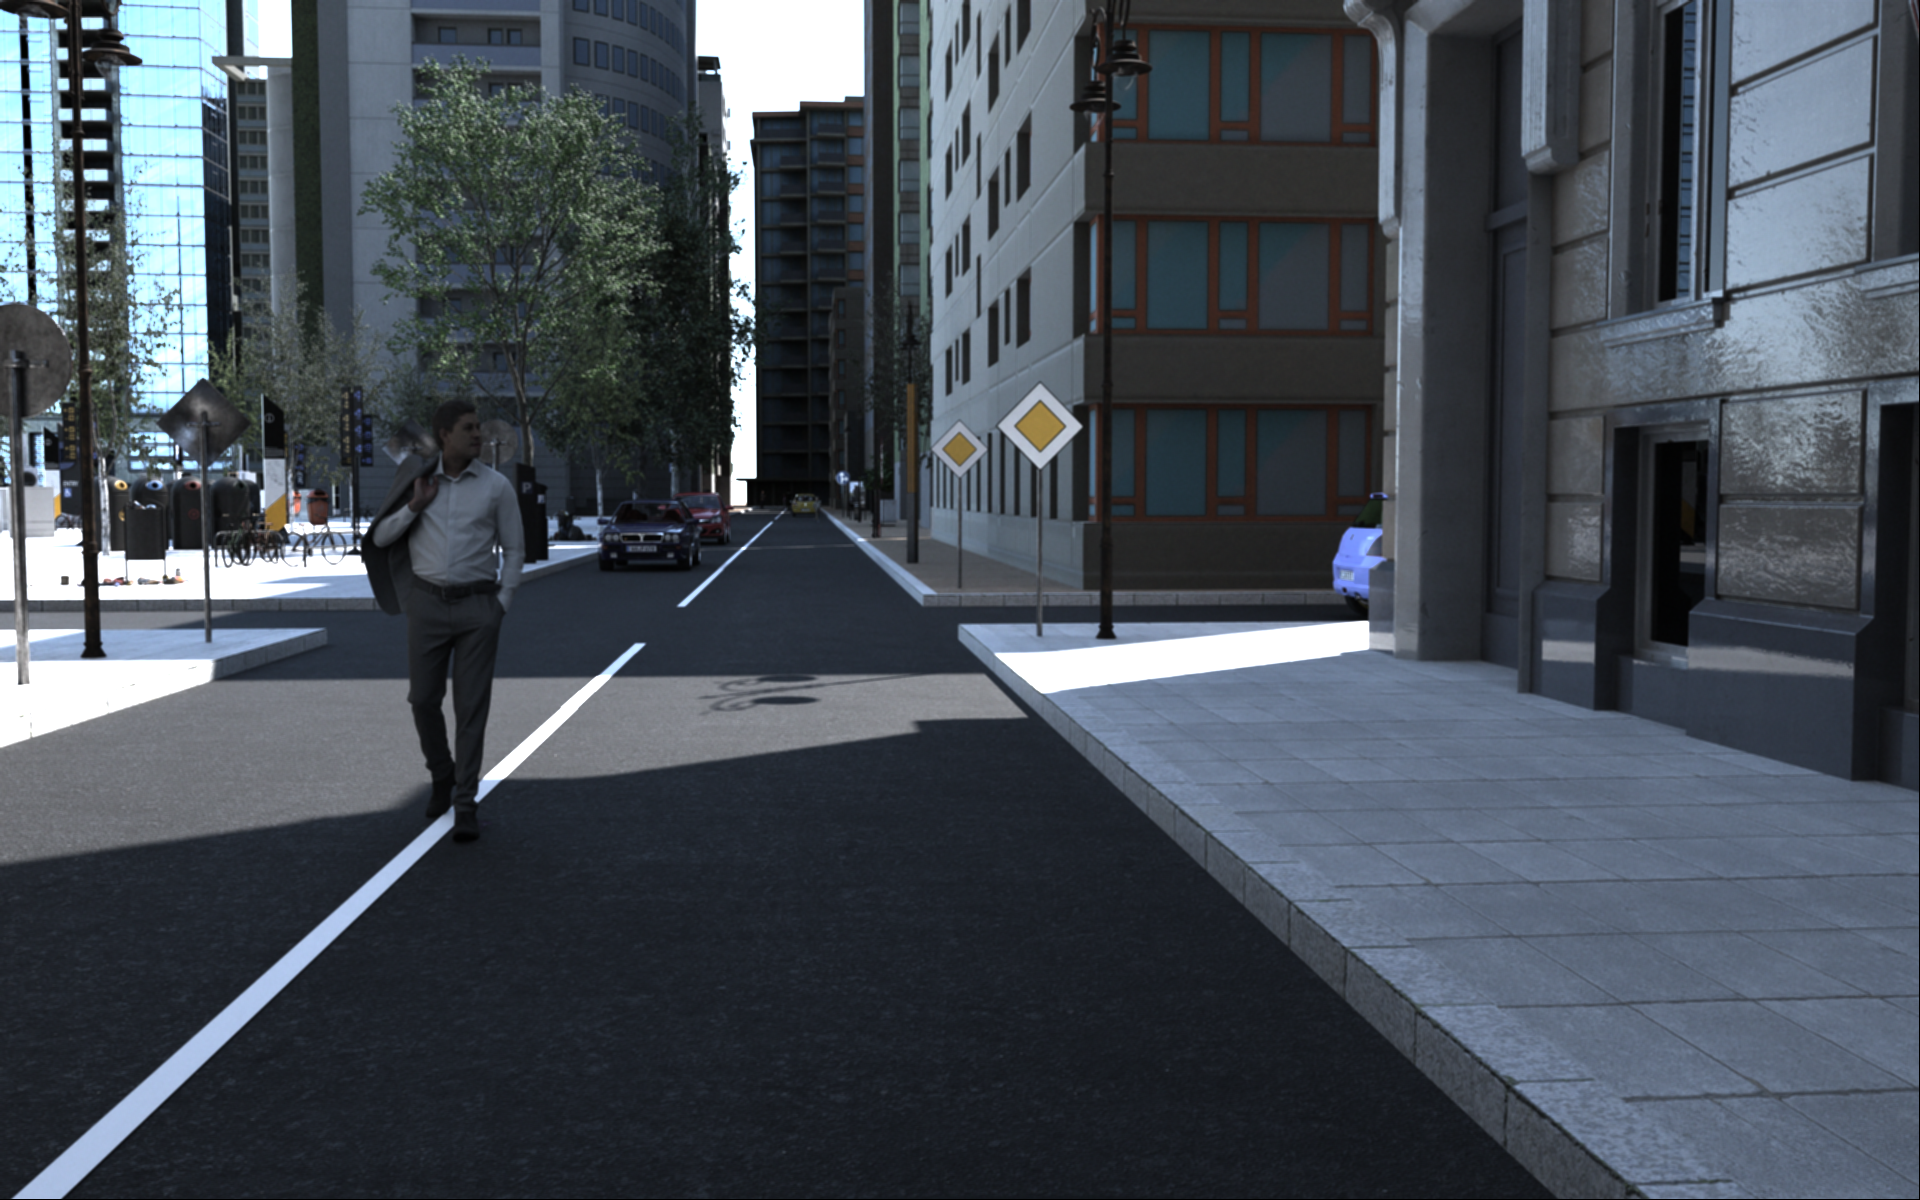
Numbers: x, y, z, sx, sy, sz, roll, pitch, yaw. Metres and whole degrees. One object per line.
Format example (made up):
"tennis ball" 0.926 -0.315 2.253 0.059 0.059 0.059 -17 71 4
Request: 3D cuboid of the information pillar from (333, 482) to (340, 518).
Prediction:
"information pillar" -33.899 -5.484 94.158 0.304 2.012 0.304 -3 4 -36

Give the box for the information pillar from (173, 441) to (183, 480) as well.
"information pillar" -29.575 -4.537 65.539 0.183 3.616 0.504 0 4 7

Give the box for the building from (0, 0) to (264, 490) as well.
"building" -76.521 -51.513 154.911 31.000 86.520 22.319 0 4 -5

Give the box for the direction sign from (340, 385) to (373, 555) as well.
"direction sign" -12.754 -2.717 36.414 0.876 3.537 0.379 3 5 44

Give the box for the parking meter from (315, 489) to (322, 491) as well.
"parking meter" -31.416 -4.675 84.849 0.372 1.533 0.369 0 3 0

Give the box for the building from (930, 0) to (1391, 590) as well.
"building" 14.785 -11.771 37.497 28.899 21.520 27.650 0 4 -5

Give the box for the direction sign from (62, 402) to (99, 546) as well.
"direction sign" -21.742 -3.111 42.865 0.876 3.537 0.379 0 4 4

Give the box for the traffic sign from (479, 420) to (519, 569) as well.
"traffic sign" -7.935 -1.805 29.625 0.768 2.556 0.104 0 4 -5

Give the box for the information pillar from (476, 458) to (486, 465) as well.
"information pillar" -23.407 -5.711 84.732 0.504 3.616 0.183 0 4 -4

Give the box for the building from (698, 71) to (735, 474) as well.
"building" -40.343 -34.972 191.408 30.456 49.044 23.786 0 4 -5

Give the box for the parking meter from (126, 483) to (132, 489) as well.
"parking meter" -42.027 -5.022 87.820 0.399 1.863 0.255 -1 4 -20

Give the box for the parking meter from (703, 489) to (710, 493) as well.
"parking meter" -13.755 -5.244 94.155 0.372 1.533 0.369 0 3 0

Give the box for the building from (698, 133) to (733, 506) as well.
"building" -26.781 -22.969 147.239 14.160 30.474 14.107 0 4 -5

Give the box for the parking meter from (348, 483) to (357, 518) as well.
"parking meter" -32.743 -5.364 93.412 0.399 1.863 0.255 1 4 17

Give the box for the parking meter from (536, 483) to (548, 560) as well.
"parking meter" -8.202 -1.544 33.658 0.372 1.533 0.369 0 3 0

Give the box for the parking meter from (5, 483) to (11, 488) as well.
"parking meter" -47.973 -4.989 87.284 0.399 1.863 0.255 0 4 -2

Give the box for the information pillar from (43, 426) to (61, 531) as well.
"information pillar" -31.247 -4.172 59.572 0.504 3.616 0.183 -3 4 -39

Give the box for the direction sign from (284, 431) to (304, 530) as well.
"direction sign" -23.902 -4.279 61.965 0.876 3.537 0.379 -3 4 -37

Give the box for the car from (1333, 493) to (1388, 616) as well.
"car" 6.169 -0.621 19.742 3.694 1.707 1.945 0 4 -6

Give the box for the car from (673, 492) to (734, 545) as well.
"car" -7.622 -2.516 50.182 2.155 1.783 4.494 0 4 -5

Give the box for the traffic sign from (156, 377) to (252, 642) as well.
"traffic sign" -6.502 -0.690 14.931 0.795 2.450 0.064 0 4 -5

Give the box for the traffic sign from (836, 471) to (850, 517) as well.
"traffic sign" -6.402 -5.794 94.833 0.768 2.556 0.104 0 4 -4

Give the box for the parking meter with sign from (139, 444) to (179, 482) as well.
"parking meter with sign" -28.333 -3.940 60.680 1.738 3.016 0.543 -1 4 -15

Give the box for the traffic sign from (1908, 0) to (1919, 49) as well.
"traffic sign" 1.957 -0.175 2.975 0.768 2.556 0.104 0 4 0

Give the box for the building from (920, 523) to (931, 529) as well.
"building" 5.266 -23.620 69.788 14.154 41.232 14.086 0 4 -5

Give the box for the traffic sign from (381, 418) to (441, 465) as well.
"traffic sign" -7.225 -1.177 22.883 0.795 2.450 0.064 0 4 -5

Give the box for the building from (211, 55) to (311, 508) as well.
"building" -48.667 -28.242 153.632 23.993 40.220 32.217 0 4 -5

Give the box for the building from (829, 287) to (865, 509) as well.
"building" 1.978 -19.280 160.261 27.650 21.520 28.899 0 4 -5

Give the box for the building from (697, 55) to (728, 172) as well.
"building" -28.968 -29.381 163.975 14.086 41.232 14.154 0 4 -5

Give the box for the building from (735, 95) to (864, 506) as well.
"building" -10.327 -32.959 193.496 28.867 44.769 22.147 0 4 -5

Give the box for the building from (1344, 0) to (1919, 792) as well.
"building" 10.452 -13.362 4.376 13.634 28.700 20.117 0 4 -5

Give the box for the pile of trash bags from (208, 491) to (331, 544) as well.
"pile of trash bags" -17.998 -2.145 44.817 3.447 1.369 1.912 -3 5 -44

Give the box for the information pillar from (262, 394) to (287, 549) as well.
"information pillar" -16.116 -3.017 40.678 0.504 3.616 0.183 -3 4 -36

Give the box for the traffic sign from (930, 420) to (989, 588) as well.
"traffic sign" -0.009 -1.216 23.516 0.795 2.450 0.064 0 4 -5

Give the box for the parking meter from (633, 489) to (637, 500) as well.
"parking meter" -14.667 -4.294 78.616 0.372 1.533 0.369 0 3 0

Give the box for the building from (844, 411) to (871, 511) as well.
"building" 2.851 -49.843 127.610 22.319 86.520 31.000 0 4 -5

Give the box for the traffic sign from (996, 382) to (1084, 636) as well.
"traffic sign" 0.714 -0.729 15.564 0.795 2.450 0.064 0 4 -5

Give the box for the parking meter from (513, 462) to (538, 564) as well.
"parking meter" -8.043 -1.612 32.063 0.399 1.863 0.255 -2 4 -33

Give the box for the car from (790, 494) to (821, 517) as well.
"car" -9.909 -6.166 111.043 2.015 1.641 3.980 0 4 -5

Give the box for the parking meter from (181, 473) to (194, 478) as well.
"parking meter" -21.535 -2.607 48.333 0.255 1.863 0.399 -1 4 -9

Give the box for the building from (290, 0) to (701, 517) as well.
"building" -28.017 -34.714 109.577 21.231 58.520 28.212 0 4 -5

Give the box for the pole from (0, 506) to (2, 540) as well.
"pole" -26.848 -3.327 48.237 0.158 3.312 0.155 0 3 0

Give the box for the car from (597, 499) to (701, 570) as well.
"car" -6.021 -1.297 33.778 1.945 1.354 3.894 0 4 -5

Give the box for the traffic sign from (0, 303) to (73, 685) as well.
"traffic sign" -6.300 -0.702 11.576 0.768 2.556 0.104 0 4 4

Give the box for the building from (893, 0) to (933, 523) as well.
"building" 3.404 -24.964 91.754 14.154 41.232 14.086 0 4 -5

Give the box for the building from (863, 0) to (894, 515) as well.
"building" 1.282 -27.869 105.774 14.600 45.320 14.200 0 4 -5

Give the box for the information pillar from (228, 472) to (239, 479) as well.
"information pillar" -24.707 -3.331 58.953 0.304 2.012 0.304 -1 4 -15

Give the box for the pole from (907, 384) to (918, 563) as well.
"pole" -0.878 -2.339 32.084 0.158 3.312 0.155 0 3 0
